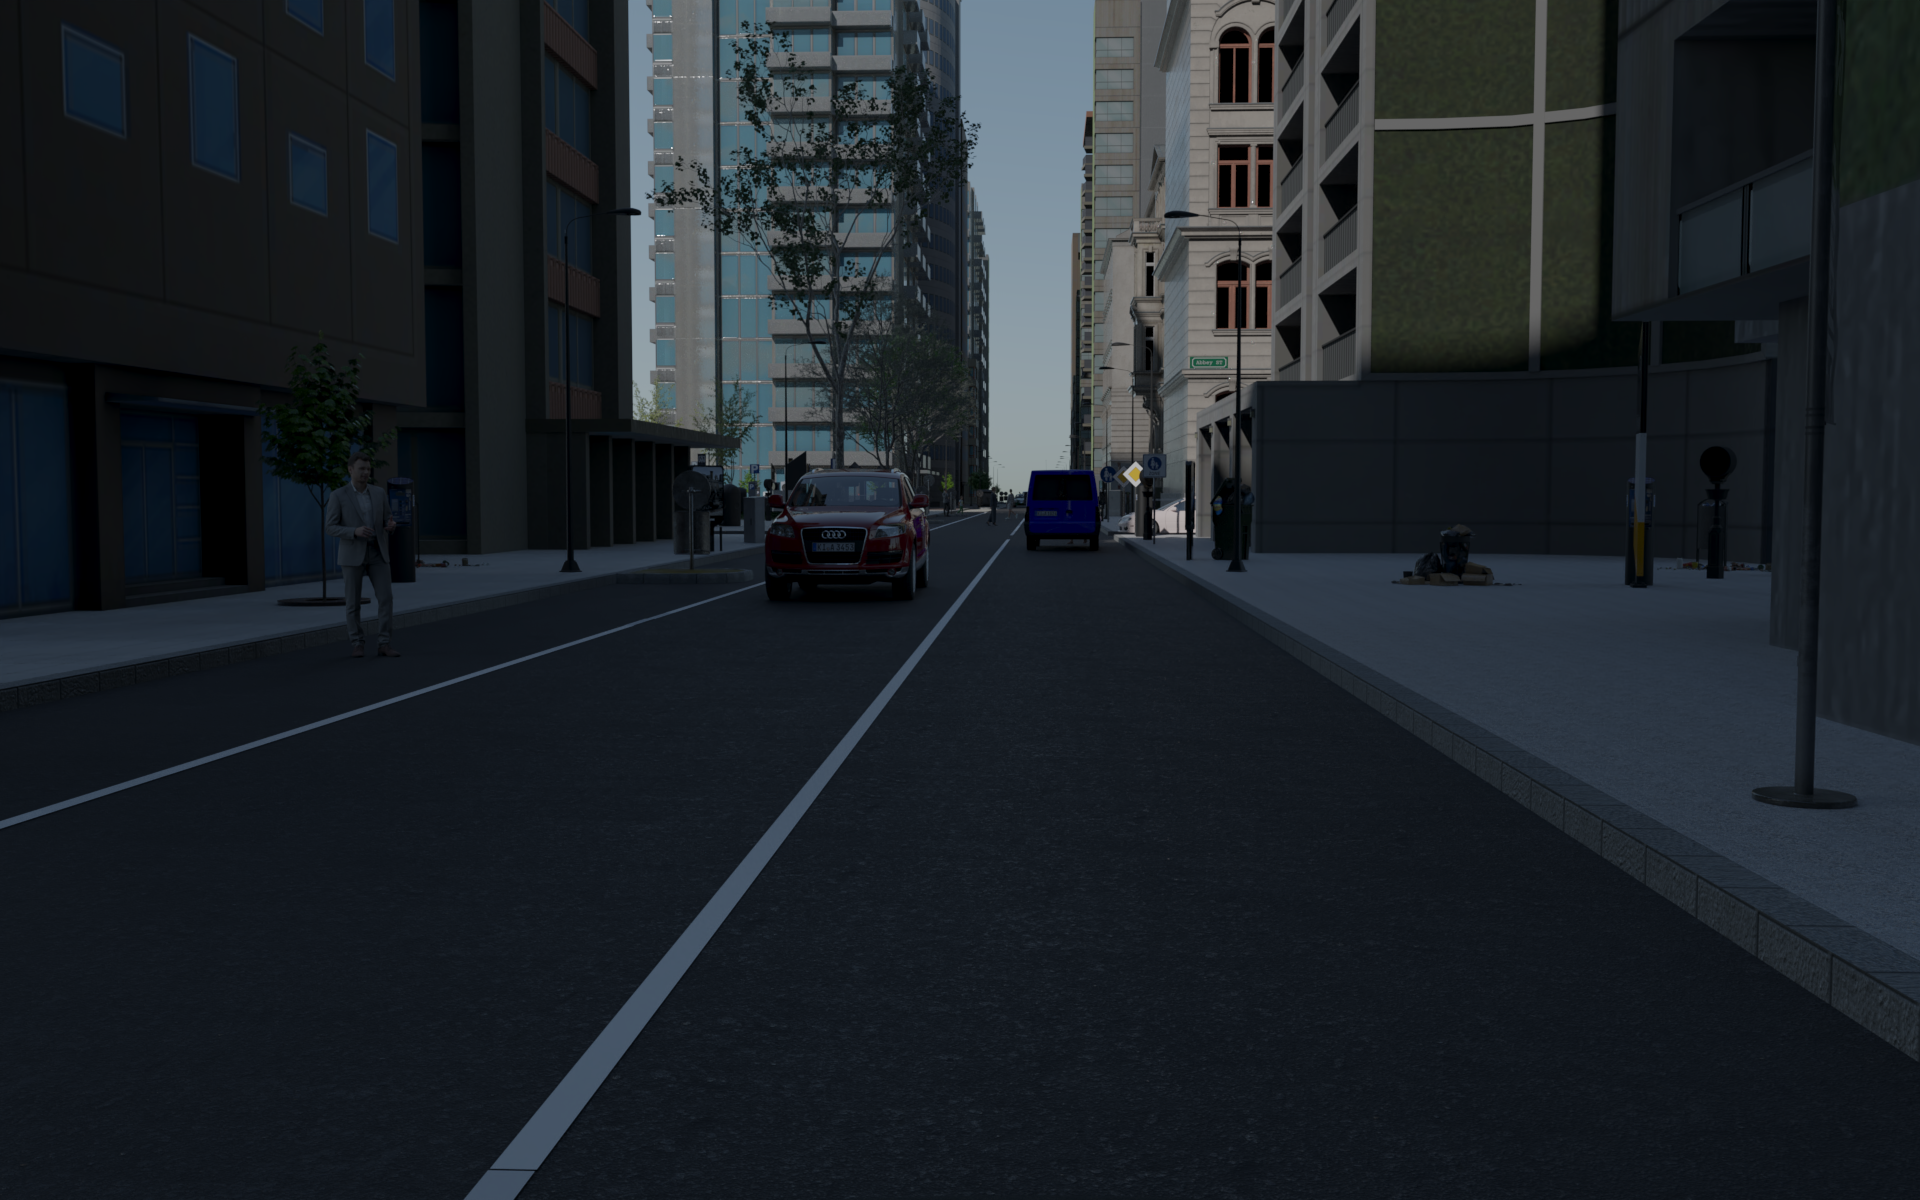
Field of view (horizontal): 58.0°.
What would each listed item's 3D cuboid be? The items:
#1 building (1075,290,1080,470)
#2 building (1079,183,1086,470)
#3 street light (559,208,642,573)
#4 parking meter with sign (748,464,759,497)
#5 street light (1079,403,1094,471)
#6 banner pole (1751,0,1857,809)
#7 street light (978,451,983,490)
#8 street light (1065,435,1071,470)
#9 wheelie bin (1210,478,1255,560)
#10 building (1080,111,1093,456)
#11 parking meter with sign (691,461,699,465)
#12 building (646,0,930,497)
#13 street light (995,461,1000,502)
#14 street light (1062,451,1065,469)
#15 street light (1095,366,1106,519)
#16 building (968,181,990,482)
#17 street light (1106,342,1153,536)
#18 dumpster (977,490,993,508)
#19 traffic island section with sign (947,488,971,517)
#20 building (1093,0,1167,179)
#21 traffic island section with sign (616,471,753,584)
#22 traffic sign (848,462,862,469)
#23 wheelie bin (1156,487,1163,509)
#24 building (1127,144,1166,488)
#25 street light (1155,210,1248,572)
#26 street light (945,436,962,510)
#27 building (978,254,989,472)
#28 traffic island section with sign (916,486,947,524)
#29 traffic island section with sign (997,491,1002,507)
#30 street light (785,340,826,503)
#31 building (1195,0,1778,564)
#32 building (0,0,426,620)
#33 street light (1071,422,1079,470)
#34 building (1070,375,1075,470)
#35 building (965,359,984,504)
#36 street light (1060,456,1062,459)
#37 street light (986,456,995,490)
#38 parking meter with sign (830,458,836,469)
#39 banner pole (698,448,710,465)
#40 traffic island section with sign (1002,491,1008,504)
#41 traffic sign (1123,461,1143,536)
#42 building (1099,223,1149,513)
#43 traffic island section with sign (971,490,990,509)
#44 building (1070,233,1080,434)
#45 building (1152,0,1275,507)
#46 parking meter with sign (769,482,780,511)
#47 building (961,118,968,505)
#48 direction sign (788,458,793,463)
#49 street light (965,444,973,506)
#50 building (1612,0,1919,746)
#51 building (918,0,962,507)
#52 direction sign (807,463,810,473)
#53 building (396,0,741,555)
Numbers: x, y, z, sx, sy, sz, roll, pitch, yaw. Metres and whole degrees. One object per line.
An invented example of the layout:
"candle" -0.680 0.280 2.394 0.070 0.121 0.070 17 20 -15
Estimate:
"building" 23.250 -28.892 244.087 14.160 30.474 14.107 0 4 3
"building" 22.902 -33.400 229.689 14.154 41.232 14.086 0 4 3
"street light" -5.864 -3.409 28.273 1.470 5.913 1.316 0 4 3
"parking meter with sign" -12.007 -6.351 100.098 0.543 3.016 1.738 0 4 4
"street light" 6.915 -7.063 88.014 1.470 5.913 1.316 0 4 3
"banner pole" 3.653 -1.058 7.318 0.401 3.779 0.863 2 4 33
"street light" 1.746 -13.099 186.712 1.470 5.913 1.316 0 4 3
"street light" 9.455 -10.215 139.559 1.470 5.913 1.316 0 4 3
"wheelie bin" 5.332 -1.580 33.746 0.693 1.594 0.980 3 4 37
"building" 24.855 -33.089 195.622 22.147 44.769 28.867 0 4 3
"parking meter with sign" -13.567 -5.919 93.029 0.543 3.016 1.738 3 5 42
"building" -14.228 -32.573 152.181 23.786 49.044 30.456 0 4 3
"street light" 4.569 -16.684 245.328 1.470 5.913 1.316 0 4 3
"street light" 10.615 -11.686 163.598 1.470 5.913 1.316 0 4 3
"street light" 5.743 -5.538 63.090 1.470 5.913 1.316 0 4 3
"building" -7.437 -39.471 264.964 23.786 49.044 30.456 0 4 3
"street light" 5.315 -4.924 53.041 1.470 5.913 1.316 0 4 3
"dumpster" 2.531 -9.758 167.763 1.865 1.857 1.264 0 4 2
"traffic island section with sign" -0.495 -6.269 111.126 1.989 1.847 2.006 0 4 3
"building" 18.143 -28.289 146.127 14.154 41.232 14.086 0 4 3
"traffic island section with sign" -4.489 -1.226 28.667 1.989 1.847 2.006 0 4 3
"traffic sign" -3.253 -3.051 53.525 0.795 2.450 0.064 0 4 3
"wheelie bin" 8.815 -4.315 78.457 0.980 1.594 0.693 0 4 -5
"building" 16.946 -17.126 99.089 14.460 24.649 34.723 0 4 3
"street light" 4.039 -3.423 28.513 1.470 5.913 1.316 0 4 3
"street light" -0.560 -10.121 138.021 1.470 5.913 1.316 0 4 3
"building" -2.370 -36.939 287.542 14.154 41.232 14.086 0 4 3
"traffic island section with sign" -1.795 -4.618 84.135 1.989 1.847 2.006 0 4 3
"traffic island section with sign" 3.255 -10.997 188.431 1.989 1.847 2.006 0 4 3
"street light" -4.732 -4.891 52.504 1.470 5.913 1.316 0 4 3
"building" 16.815 -36.770 39.441 20.563 71.187 20.611 0 4 3
"building" -15.977 -22.649 20.415 14.600 45.320 14.200 0 4 3
"street light" 8.095 -8.533 112.053 1.470 5.913 1.316 0 4 3
"building" 30.951 -25.715 265.476 27.650 21.520 28.899 0 4 3
"building" -11.044 -23.932 236.321 27.650 21.520 28.899 0 4 3
"street light" 11.785 -13.156 187.638 1.470 5.913 1.316 0 4 3
"street light" 3.415 -15.201 221.078 1.470 5.913 1.316 0 4 3
"parking meter with sign" -5.709 -5.365 83.983 0.543 3.016 1.738 -2 4 -25
"banner pole" -13.879 -6.376 94.270 0.863 3.779 0.401 -1 4 -18
"traffic island section with sign" 5.909 -14.346 243.184 1.989 1.847 2.006 0 4 3
"traffic sign" 5.380 -3.024 53.088 0.795 2.450 0.064 0 4 3
"building" 15.312 -16.935 126.042 9.793 20.994 18.267 0 4 3
"traffic island section with sign" 1.914 -9.318 160.984 1.989 1.847 2.006 0 4 3
"building" 25.374 -38.956 287.033 14.600 45.320 14.200 0 4 3
"building" 19.506 -17.123 67.346 23.554 28.519 14.401 0 4 3
"parking meter with sign" -12.009 -7.063 111.747 1.738 3.016 0.543 -1 4 -20
"building" -6.301 -33.798 202.703 14.600 45.320 14.200 0 4 3
"direction sign" -10.461 -7.167 109.182 0.876 3.537 0.379 -3 5 -42
"street light" 0.560 -11.592 162.063 1.470 5.913 1.316 0 4 3
"building" 12.033 -19.978 10.231 14.154 41.232 14.086 0 4 3
"building" -11.082 -39.086 181.053 21.231 58.520 28.212 0 4 3
"direction sign" -11.223 -8.339 128.335 0.379 3.537 0.876 1 4 10
"building" -21.758 -23.735 42.694 28.867 44.769 22.147 0 4 3
